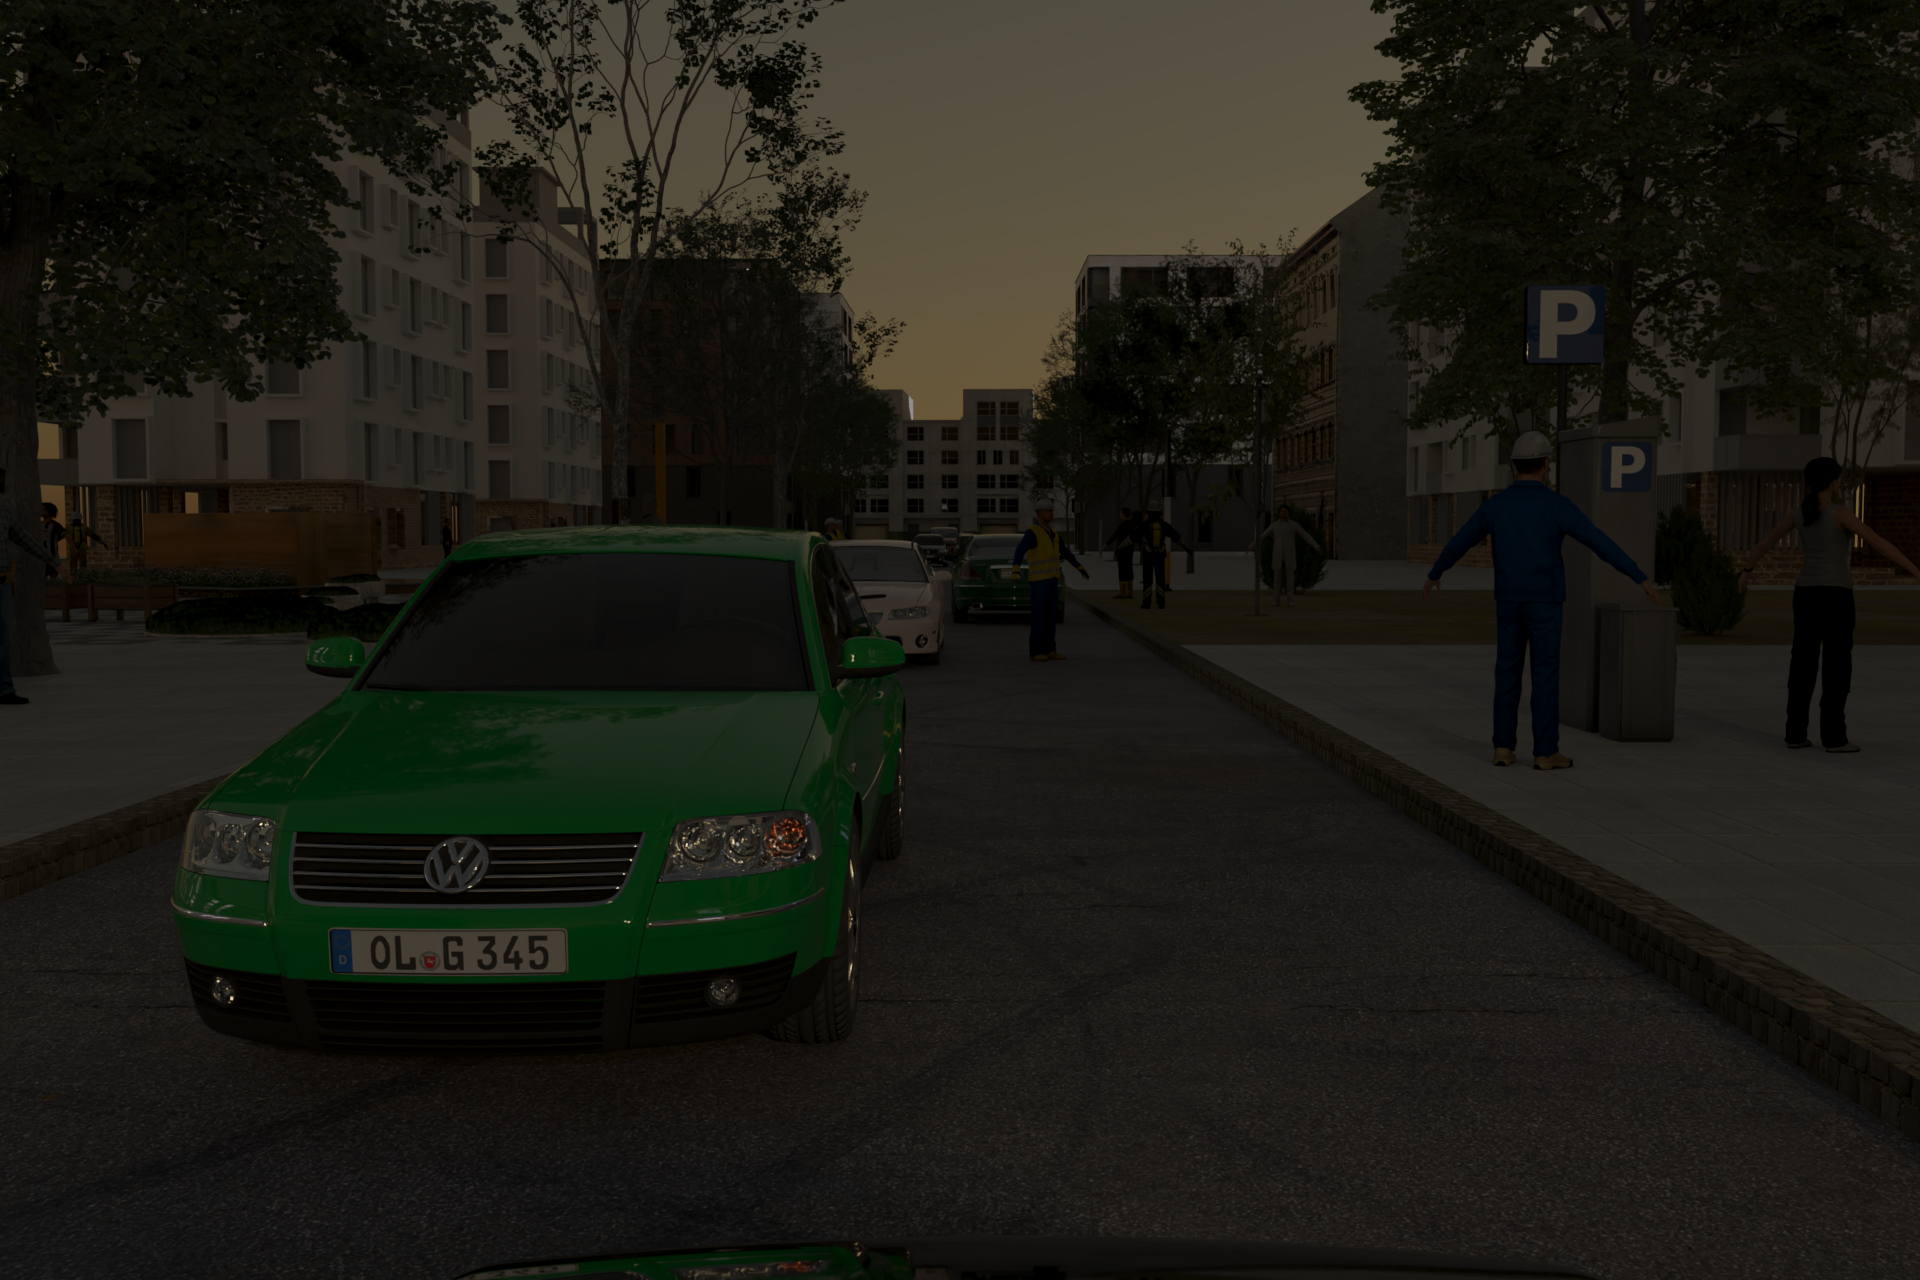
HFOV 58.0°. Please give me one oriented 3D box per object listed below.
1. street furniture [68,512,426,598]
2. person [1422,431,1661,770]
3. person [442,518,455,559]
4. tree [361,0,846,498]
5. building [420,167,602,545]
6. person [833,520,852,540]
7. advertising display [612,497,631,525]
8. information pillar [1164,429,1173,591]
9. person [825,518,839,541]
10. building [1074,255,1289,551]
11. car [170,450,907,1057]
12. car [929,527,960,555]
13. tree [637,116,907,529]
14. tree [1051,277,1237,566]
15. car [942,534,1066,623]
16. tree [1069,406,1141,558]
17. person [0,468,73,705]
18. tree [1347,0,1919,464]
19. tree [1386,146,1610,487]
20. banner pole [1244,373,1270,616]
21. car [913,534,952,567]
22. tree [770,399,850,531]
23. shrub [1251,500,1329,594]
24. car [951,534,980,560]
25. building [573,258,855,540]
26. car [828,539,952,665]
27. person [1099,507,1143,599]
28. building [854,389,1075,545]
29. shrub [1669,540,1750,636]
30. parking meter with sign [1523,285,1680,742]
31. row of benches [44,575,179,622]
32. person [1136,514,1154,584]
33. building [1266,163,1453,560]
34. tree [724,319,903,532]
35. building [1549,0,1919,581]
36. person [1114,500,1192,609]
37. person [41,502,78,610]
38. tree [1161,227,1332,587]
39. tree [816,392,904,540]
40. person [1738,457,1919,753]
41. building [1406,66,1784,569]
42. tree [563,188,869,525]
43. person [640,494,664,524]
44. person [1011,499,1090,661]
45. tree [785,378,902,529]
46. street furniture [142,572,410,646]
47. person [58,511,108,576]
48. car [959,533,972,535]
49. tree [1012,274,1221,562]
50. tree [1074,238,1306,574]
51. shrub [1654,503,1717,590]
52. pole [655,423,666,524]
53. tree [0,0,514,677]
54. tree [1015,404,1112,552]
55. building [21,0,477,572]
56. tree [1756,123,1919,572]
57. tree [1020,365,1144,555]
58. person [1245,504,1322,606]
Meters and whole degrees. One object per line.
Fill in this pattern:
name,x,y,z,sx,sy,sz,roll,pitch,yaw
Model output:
street furniture,-16.231,-1.931,38.425,9.812,1.723,11.010,2,4,31
person,3.143,-0.224,9.535,1.347,1.842,0.705,3,5,41
person,-17.059,-3.150,57.735,0.704,1.802,1.346,-1,4,-8
tree,-8.518,-11.452,43.124,12.611,20.169,13.585,0,3,0
building,-26.378,-14.324,90.611,16.016,20.090,11.380,0,4,-1
person,-4.074,-3.235,59.352,0.721,1.772,1.216,3,5,42
advertising display,-5.999,-1.562,30.746,0.123,1.923,0.974,0,4,2
information pillar,4.666,-2.910,38.937,0.183,3.616,0.504,0,4,-1
person,-2.582,-1.656,35.992,0.721,1.772,1.216,1,4,9
building,23.263,-18.308,143.311,27.936,21.610,32.646,0,4,0
car,-1.149,0.154,6.285,1.959,1.807,4.718,0,4,1
car,-0.870,-5.220,94.017,2.281,1.827,5.304,0,4,0
tree,-8.923,-13.725,80.293,12.611,20.169,13.585,0,3,0
tree,7.518,-8.844,70.361,9.928,11.665,9.643,0,3,0
car,0.764,-1.076,29.388,2.131,1.459,4.920,0,4,-1
tree,7.435,-8.698,92.576,4.360,8.622,3.978,0,3,0
person,-7.224,-0.431,12.886,0.704,1.849,1.345,1,4,19
tree,7.754,-6.207,19.606,7.486,12.596,7.792,0,3,0
tree,10.211,-4.980,31.789,4.737,8.622,4.395,0,3,0
banner pole,4.662,-2.252,26.840,0.401,3.779,0.863,0,4,1
car,-1.361,-4.045,75.929,2.009,1.686,4.222,0,4,0
tree,-8.473,-8.697,92.556,4.360,8.622,3.978,0,3,0
shrub,7.062,-1.994,37.017,1.690,2.028,1.600,0,3,0
car,0.542,-4.396,81.654,2.009,1.686,4.222,0,4,0
building,-24.041,-18.413,145.033,27.936,21.610,32.646,0,4,1
car,-1.126,-0.497,20.482,2.083,1.381,4.827,0,4,0
person,3.272,-1.736,34.516,0.704,1.812,1.346,3,5,42
building,0.771,-21.336,217.760,31.486,18.905,16.747,0,4,3
shrub,9.475,-0.662,21.936,1.383,1.207,1.383,0,3,0
parking meter with sign,4.243,-0.927,11.416,0.543,3.016,1.738,0,4,0
row of benches,-13.564,-0.630,25.759,4.104,0.672,1.422,1,4,16
person,4.850,-2.356,44.793,0.705,1.796,1.348,-1,4,-10
building,27.598,-15.999,92.509,19.493,23.208,18.063,0,4,1
tree,-8.472,-11.591,99.883,12.009,13.543,11.850,0,3,0
building,24.756,-12.181,55.583,16.016,20.090,11.380,0,4,1
person,3.331,-1.467,29.763,1.354,1.856,0.705,0,4,-4
person,-15.506,-1.423,29.408,1.345,1.843,0.704,1,4,15
tree,7.168,-5.612,42.123,4.737,8.622,4.395,0,3,0
tree,-7.658,-12.093,123.468,9.928,11.665,9.643,0,3,0
person,5.164,-0.213,10.286,0.721,1.737,1.217,-2,4,-32
building,24.750,-13.327,74.324,16.016,20.090,11.380,0,4,1
tree,-8.380,-9.227,61.227,12.009,13.543,11.850,0,3,0
person,-4.177,-1.045,23.214,0.705,1.813,1.348,1,4,13
person,0.978,-0.687,19.652,0.705,1.833,1.349,3,5,41
tree,-7.613,-11.314,110.735,9.928,11.665,9.643,0,3,0
street furniture,-7.747,-0.560,24.790,5.734,0.657,10.072,0,4,-1
person,-22.044,-2.295,43.285,1.354,1.858,0.705,-2,4,-24
car,0.324,-6.113,108.994,2.155,1.783,4.494,0,4,0
tree,7.497,-10.438,81.034,12.009,13.543,11.850,0,3,0
tree,7.281,-7.417,55.672,8.767,10.594,7.601,2,4,32
shrub,16.533,-2.164,39.807,1.690,2.028,1.600,0,3,0
pole,-5.504,-2.327,31.894,0.158,3.312,0.155,0,3,0
tree,-8.741,-6.650,15.387,9.857,13.997,8.962,0,3,0
tree,7.363,-11.483,122.158,7.601,10.594,8.767,0,4,-5
building,-25.267,-12.393,59.041,16.016,20.090,11.380,0,4,1
tree,14.942,-4.838,29.470,4.360,8.622,3.978,0,3,0
tree,7.610,-10.979,105.267,9.928,11.665,9.643,0,3,0
person,5.767,-1.507,30.829,1.347,1.806,0.705,1,4,15
